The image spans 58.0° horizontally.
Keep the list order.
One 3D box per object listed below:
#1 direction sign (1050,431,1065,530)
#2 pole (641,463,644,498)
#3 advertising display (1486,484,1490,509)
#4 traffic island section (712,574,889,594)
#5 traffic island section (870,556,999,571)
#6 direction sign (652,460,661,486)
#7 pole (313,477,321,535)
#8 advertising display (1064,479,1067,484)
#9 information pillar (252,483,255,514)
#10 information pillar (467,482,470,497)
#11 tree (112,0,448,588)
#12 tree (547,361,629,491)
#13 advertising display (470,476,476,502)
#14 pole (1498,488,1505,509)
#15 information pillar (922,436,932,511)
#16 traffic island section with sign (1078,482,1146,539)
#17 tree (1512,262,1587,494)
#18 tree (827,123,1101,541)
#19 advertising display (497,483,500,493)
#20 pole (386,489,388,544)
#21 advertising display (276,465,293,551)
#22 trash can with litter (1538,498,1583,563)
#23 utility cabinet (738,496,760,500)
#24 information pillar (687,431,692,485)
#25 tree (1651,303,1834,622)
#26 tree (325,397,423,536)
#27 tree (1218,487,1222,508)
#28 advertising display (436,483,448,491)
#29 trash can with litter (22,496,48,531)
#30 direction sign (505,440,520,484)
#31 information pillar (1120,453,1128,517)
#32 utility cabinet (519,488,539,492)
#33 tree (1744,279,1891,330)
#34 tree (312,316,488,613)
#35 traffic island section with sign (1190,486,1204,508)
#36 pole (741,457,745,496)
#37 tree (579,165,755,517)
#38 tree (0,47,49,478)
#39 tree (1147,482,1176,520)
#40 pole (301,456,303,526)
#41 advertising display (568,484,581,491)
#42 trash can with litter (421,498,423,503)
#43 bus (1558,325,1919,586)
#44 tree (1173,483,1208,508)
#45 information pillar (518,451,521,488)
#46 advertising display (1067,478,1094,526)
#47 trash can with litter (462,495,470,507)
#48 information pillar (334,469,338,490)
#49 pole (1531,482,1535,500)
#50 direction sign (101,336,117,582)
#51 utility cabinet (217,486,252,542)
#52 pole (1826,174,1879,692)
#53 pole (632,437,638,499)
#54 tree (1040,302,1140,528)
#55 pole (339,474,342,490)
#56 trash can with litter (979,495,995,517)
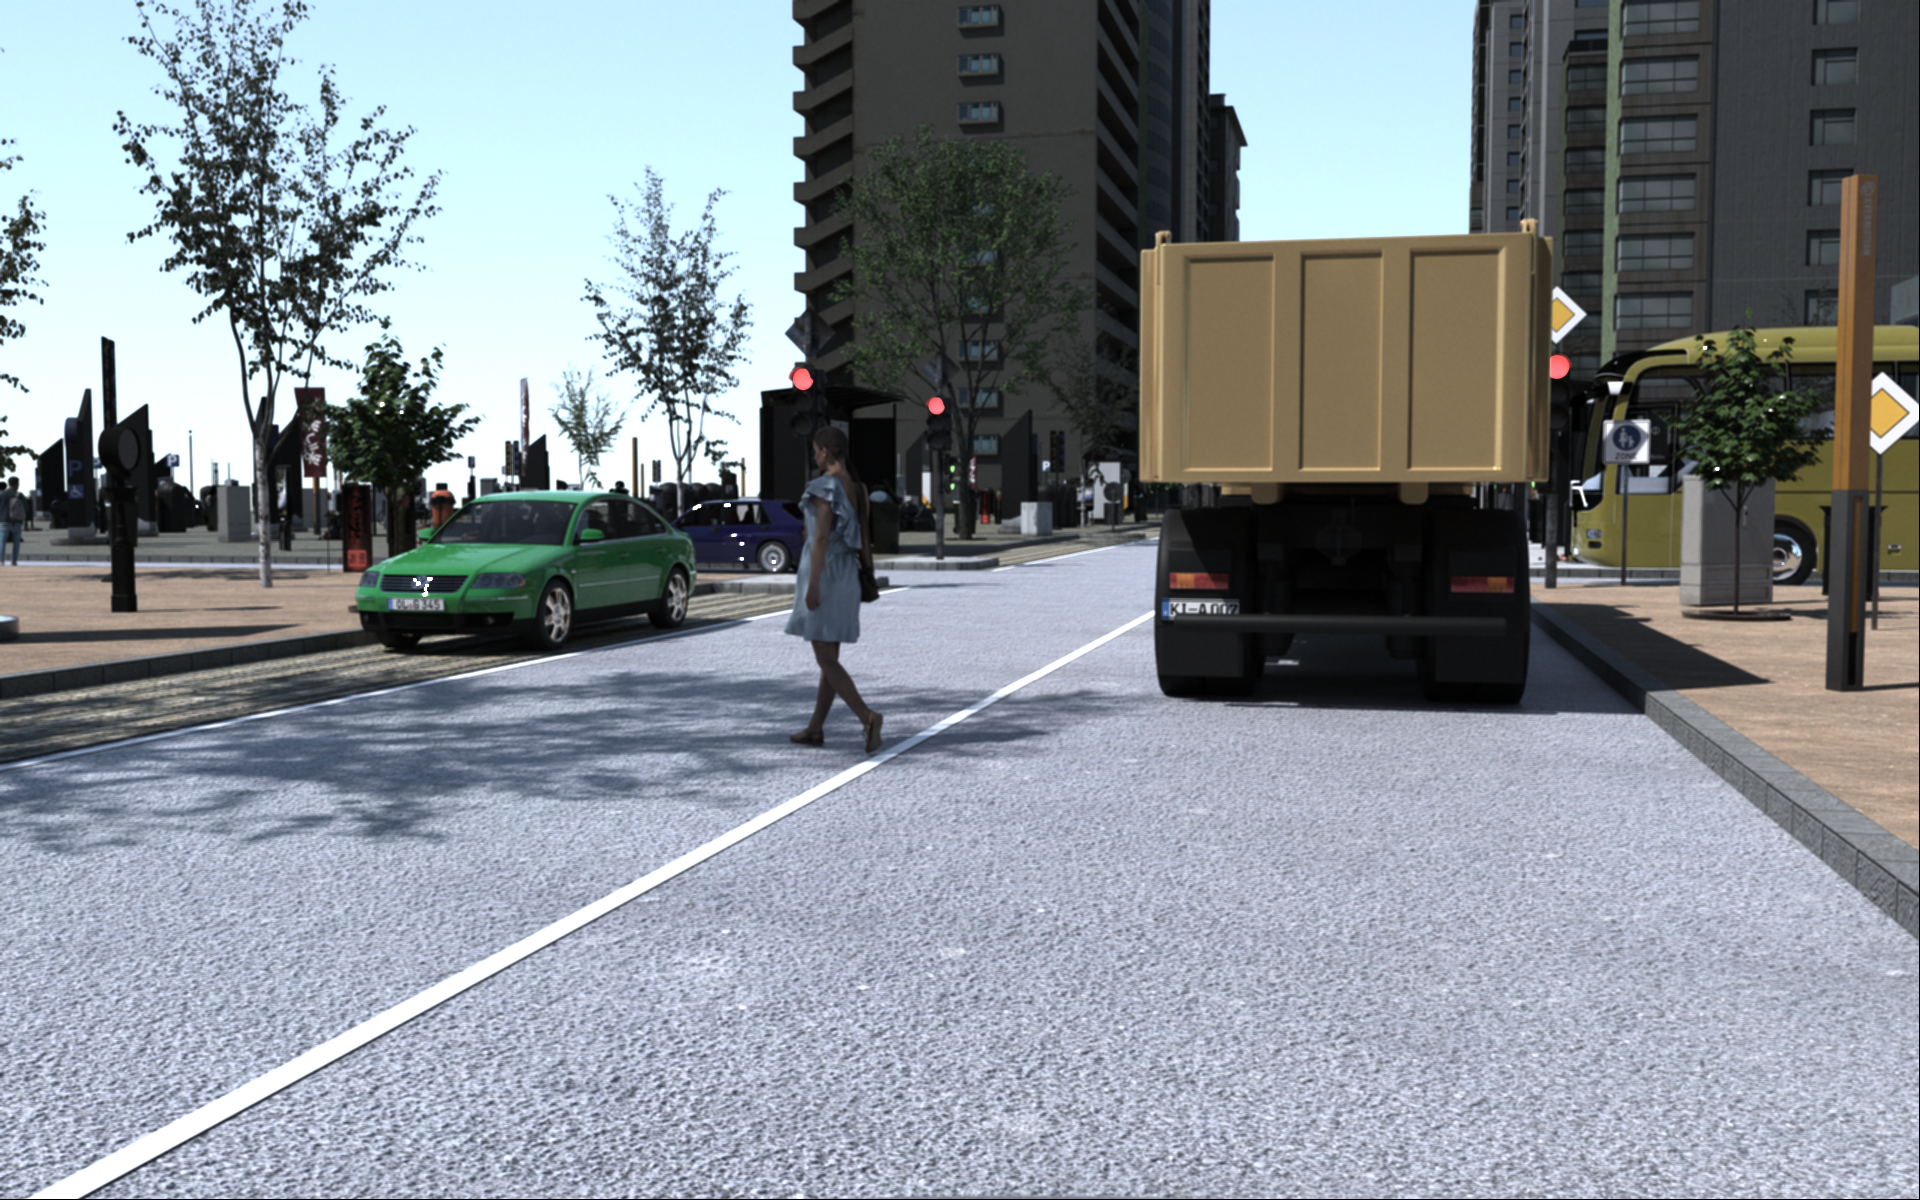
[{"bbox_3d":[3.489,-4.290,62.142,0.379,3.537,0.876,3,4,37],"label":"direction sign"},{"bbox_3d":[-21.091,-7.412,115.036,0.158,3.312,0.155,0,3,0],"label":"pole"},{"bbox_3d":[14.719,-2.628,48.182,0.123,1.923,0.974,1,4,12],"label":"advertising display"},{"bbox_3d":[-2.281,-0.232,26.073,2.009,0.180,2.903,1,4,14],"label":"traffic island section"},{"bbox_3d":[-0.408,-0.707,33.836,2.009,0.180,2.903,1,4,14],"label":"traffic island section"},{"bbox_3d":[-20.096,-7.512,114.812,0.876,3.537,0.379,3,5,42],"label":"direction sign"},{"bbox_3d":[-20.283,-3.714,54.567,0.158,3.312,0.155,0,3,0],"label":"pole"},{"bbox_3d":[4.654,-4.323,75.900,0.123,1.923,0.974,0,4,-3],"label":"advertising display"},{"bbox_3d":[-46.338,-6.687,113.829,0.304,2.012,0.304,0,4,-6],"label":"information pillar"},{"bbox_3d":[-29.484,-6.114,104.460,0.304,2.012,0.304,2,4,34],"label":"information pillar"},{"bbox_3d":[-9.372,-4.466,23.376,4.360,8.622,3.978,0,3,0],"label":"tree"},{"bbox_3d":[-20.932,-8.958,96.827,4.737,8.622,4.395,0,3,0],"label":"tree"},{"bbox_3d":[-17.064,-3.394,60.698,0.123,1.923,0.974,-1,4,-12],"label":"advertising display"},{"bbox_3d":[13.988,-3.110,44.690,0.158,3.312,0.155,0,3,0],"label":"pole"},{"bbox_3d":[-1.245,-4.559,65.894,0.183,3.616,0.504,-3,5,-41],"label":"information pillar"},{"bbox_3d":[4.957,-2.898,56.018,1.989,1.847,2.006,1,4,14],"label":"traffic island section with sign"},{"bbox_3d":[16.647,-6.221,52.073,4.360,8.622,3.978,0,3,0],"label":"tree"},{"bbox_3d":[0.142,-7.484,48.116,9.928,11.665,9.643,0,3,0],"label":"tree"},{"bbox_3d":[-27.282,-5.918,101.977,0.123,1.923,0.974,0,4,5],"label":"advertising display"},{"bbox_3d":[-14.758,-3.118,44.825,0.158,3.312,0.155,0,3,0],"label":"pole"},{"bbox_3d":[-15.337,-2.086,39.313,0.123,1.923,0.974,-2,4,-34],"label":"advertising display"},{"bbox_3d":[11.984,-1.358,33.258,1.678,1.210,2.233,3,4,39],"label":"trash can with litter"},{"bbox_3d":[-5.932,-2.337,49.368,0.306,1.237,1.020,-3,5,-44],"label":"utility cabinet"},{"bbox_3d":[-9.982,-4.433,63.836,0.183,3.616,0.504,-1,4,-19],"label":"information pillar"},{"bbox_3d":[7.994,-1.412,17.690,1.663,3.219,1.824,0,3,0],"label":"tree"},{"bbox_3d":[-17.864,-4.235,52.962,4.285,4.588,4.351,0,3,0],"label":"tree"},{"bbox_3d":[17.321,-10.158,116.452,4.737,8.622,4.395,0,3,0],"label":"tree"},{"bbox_3d":[-30.131,-5.843,100.752,0.123,1.923,0.974,1,4,19],"label":"advertising display"},{"bbox_3d":[-32.532,-2.994,60.003,1.678,1.210,2.233,0,4,-7],"label":"trash can with litter"},{"bbox_3d":[-18.968,-4.982,73.446,0.876,3.537,0.379,3,4,37],"label":"direction sign"},{"bbox_3d":[9.342,-6.576,98.880,0.504,3.616,0.183,1,4,18],"label":"information pillar"},{"bbox_3d":[-16.707,-3.520,66.239,1.173,1.500,0.318,0,4,-3],"label":"utility cabinet"},{"bbox_3d":[28.648,-6.646,59.026,4.360,8.622,3.978,0,3,0],"label":"tree"},{"bbox_3d":[-6.321,-1.493,19.014,1.663,3.219,1.824,0,3,0],"label":"tree"},{"bbox_3d":[11.271,-4.501,82.226,1.989,1.847,2.006,1,4,14],"label":"traffic island section with sign"},{"bbox_3d":[-12.038,-6.260,96.187,0.158,3.312,0.155,0,3,0],"label":"pole"},{"bbox_3d":[-6.336,-5.411,38.839,4.360,8.622,3.978,0,3,0],"label":"tree"},{"bbox_3d":[-15.554,-4.617,25.848,4.737,8.622,4.395,0,3,0],"label":"tree"},{"bbox_3d":[9.889,-5.676,87.401,1.663,3.219,1.824,0,3,0],"label":"tree"},{"bbox_3d":[-22.747,-4.021,59.590,0.158,3.312,0.155,0,3,0],"label":"pole"},{"bbox_3d":[-24.741,-6.502,111.525,0.974,1.923,0.123,0,4,-2],"label":"advertising display"},{"bbox_3d":[-35.493,-6.255,113.321,2.233,1.210,1.678,-3,4,-38],"label":"trash can with litter"},{"bbox_3d":[15.248,-2.074,25.460,12.252,3.916,2.896,1,4,12],"label":"bus"},{"bbox_3d":[12.898,-7.025,98.579,4.285,4.588,4.351,0,3,0],"label":"tree"},{"bbox_3d":[-23.482,-6.216,92.983,0.504,3.616,0.183,0,4,8],"label":"information pillar"},{"bbox_3d":[4.947,-3.982,70.324,0.974,1.923,0.123,1,4,13],"label":"advertising display"},{"bbox_3d":[-24.732,-4.722,88.266,2.233,1.210,1.678,0,4,-6],"label":"trash can with litter"},{"bbox_3d":[-37.241,-6.850,103.347,0.183,3.616,0.504,0,4,-5],"label":"information pillar"},{"bbox_3d":[23.749,-4.764,71.730,0.158,3.312,0.155,0,3,0],"label":"pole"},{"bbox_3d":[-12.405,-2.038,25.324,0.379,3.537,0.876,-1,4,-16],"label":"direction sign"},{"bbox_3d":[-19.390,-2.298,46.251,0.318,1.500,1.173,0,4,6],"label":"utility cabinet"},{"bbox_3d":[5.774,-1.062,11.209,0.158,3.312,0.155,0,3,0],"label":"pole"},{"bbox_3d":[-11.633,-4.171,62.034,0.158,3.312,0.155,0,3,0],"label":"pole"},{"bbox_3d":[4.929,-7.067,65.908,4.360,8.622,3.978,0,3,0],"label":"tree"},{"bbox_3d":[-43.526,-7.822,121.737,0.158,3.312,0.155,0,3,0],"label":"pole"},{"bbox_3d":[2.519,-5.516,101.243,2.233,1.210,1.678,3,5,41],"label":"trash can with litter"}]
